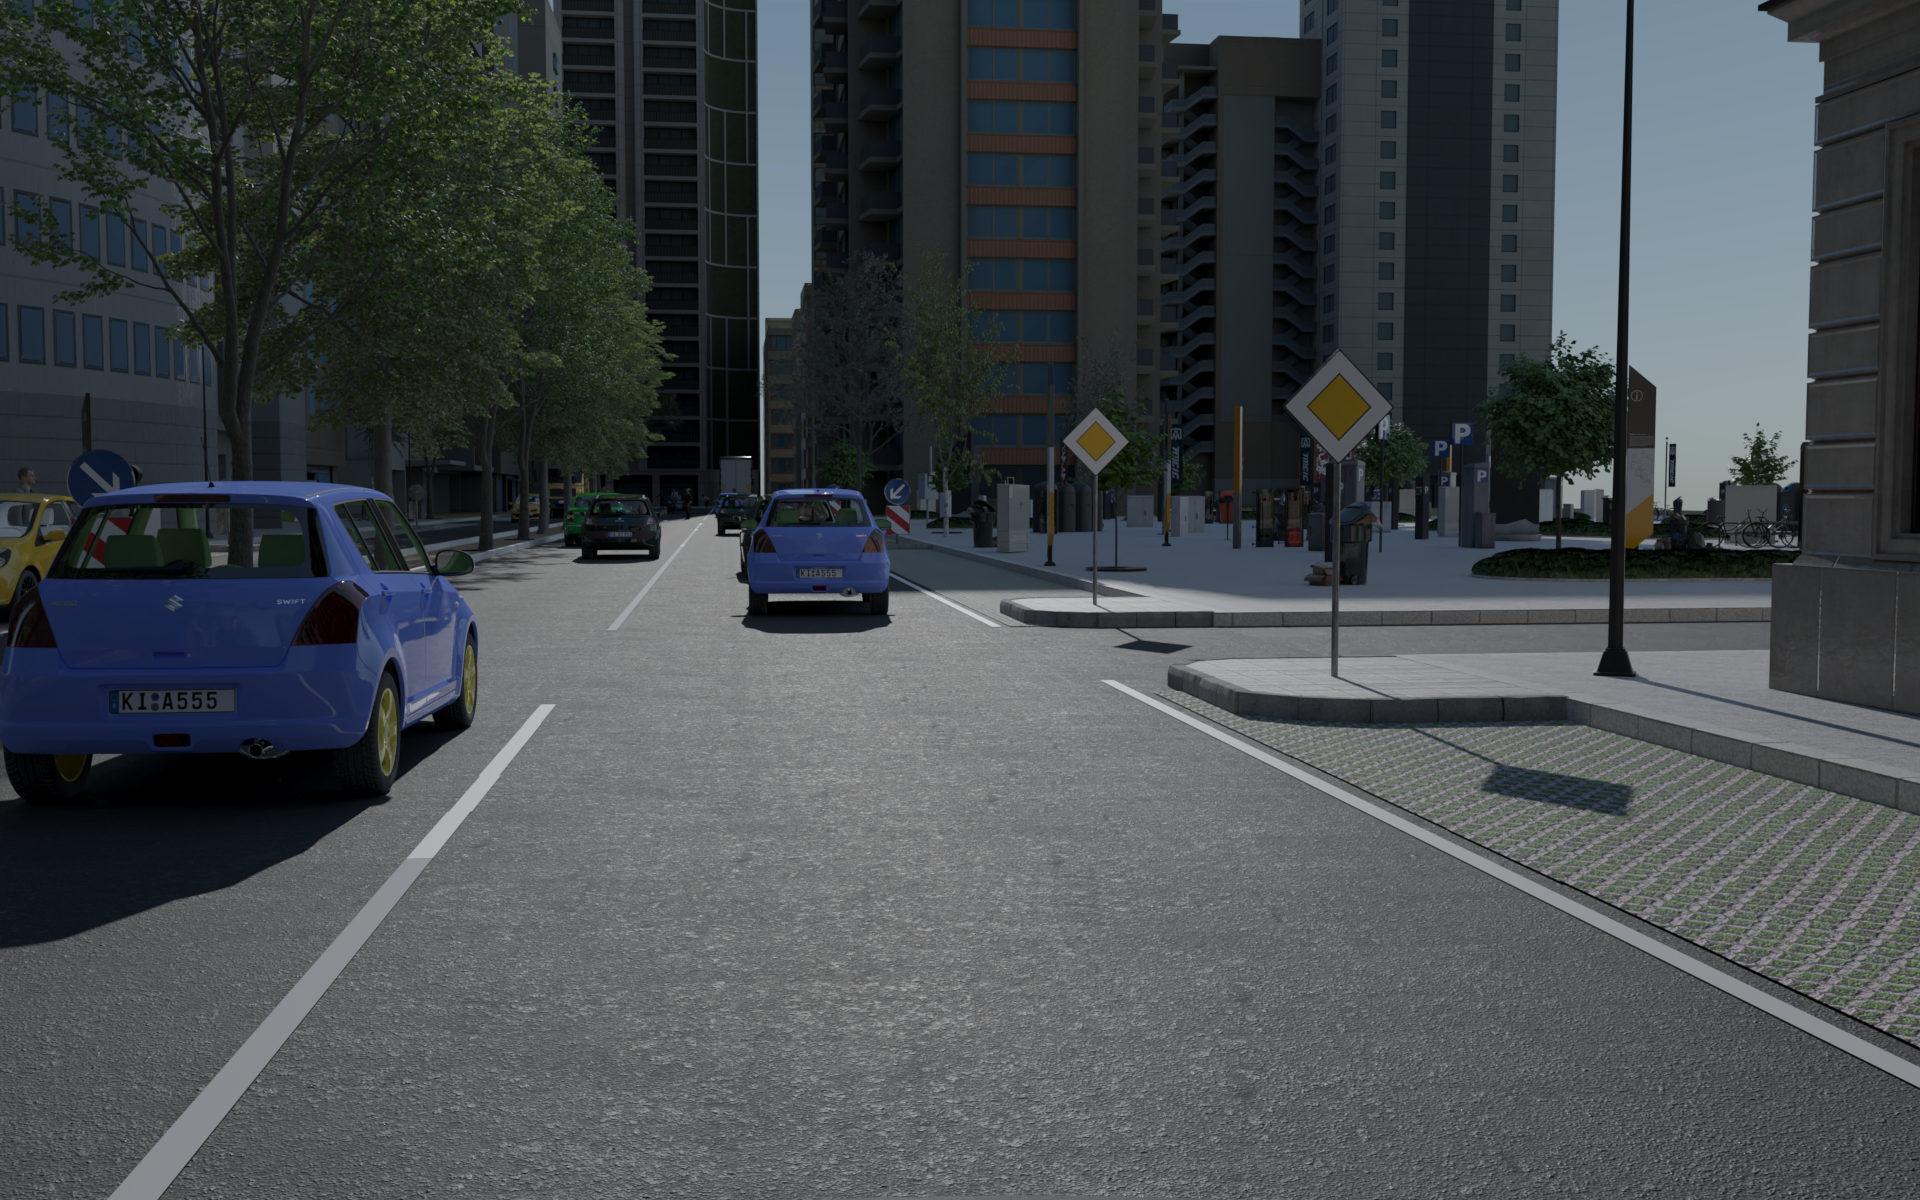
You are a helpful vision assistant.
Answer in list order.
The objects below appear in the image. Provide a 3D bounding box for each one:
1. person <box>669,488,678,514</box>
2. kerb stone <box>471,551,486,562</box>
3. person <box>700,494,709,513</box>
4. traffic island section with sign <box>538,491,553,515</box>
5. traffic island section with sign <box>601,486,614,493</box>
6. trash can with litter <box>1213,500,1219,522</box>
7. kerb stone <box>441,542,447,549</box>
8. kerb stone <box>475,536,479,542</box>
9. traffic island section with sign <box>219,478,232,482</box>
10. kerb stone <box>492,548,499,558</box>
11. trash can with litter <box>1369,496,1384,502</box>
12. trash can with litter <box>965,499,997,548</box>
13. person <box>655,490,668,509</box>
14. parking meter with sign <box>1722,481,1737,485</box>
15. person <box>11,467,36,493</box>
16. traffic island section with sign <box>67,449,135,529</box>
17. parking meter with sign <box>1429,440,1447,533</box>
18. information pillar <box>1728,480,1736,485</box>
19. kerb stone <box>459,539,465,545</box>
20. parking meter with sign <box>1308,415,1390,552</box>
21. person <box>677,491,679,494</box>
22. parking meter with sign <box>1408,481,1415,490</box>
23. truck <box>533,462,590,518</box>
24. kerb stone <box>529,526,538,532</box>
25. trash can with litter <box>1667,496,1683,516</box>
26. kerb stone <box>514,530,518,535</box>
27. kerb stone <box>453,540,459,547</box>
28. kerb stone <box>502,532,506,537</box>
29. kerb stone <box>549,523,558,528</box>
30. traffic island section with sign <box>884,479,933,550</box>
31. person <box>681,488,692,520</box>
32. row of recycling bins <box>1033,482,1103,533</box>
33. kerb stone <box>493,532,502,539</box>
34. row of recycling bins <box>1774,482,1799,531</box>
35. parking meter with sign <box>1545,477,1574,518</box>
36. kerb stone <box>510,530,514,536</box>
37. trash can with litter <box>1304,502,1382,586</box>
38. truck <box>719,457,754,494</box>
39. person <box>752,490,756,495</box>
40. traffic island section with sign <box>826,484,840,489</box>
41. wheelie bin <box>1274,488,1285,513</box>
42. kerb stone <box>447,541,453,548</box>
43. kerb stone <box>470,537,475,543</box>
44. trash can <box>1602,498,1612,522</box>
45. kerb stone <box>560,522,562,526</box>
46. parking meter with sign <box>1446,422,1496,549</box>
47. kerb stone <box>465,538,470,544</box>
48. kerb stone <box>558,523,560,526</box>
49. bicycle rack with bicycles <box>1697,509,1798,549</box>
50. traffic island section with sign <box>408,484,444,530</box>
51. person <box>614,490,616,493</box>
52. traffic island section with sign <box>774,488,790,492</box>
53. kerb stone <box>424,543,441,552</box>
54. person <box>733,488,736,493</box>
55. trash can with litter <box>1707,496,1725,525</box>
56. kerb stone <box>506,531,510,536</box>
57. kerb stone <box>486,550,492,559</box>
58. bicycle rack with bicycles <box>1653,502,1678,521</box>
[{"bbox_3d":[-20.408,-7.021,123.163,0.709,1.838,0.599,2,4,30],"label":"person"},{"bbox_3d":[-10.359,-0.911,37.174,0.120,0.150,1.000,0,4,-8],"label":"kerb stone"},{"bbox_3d":[-19.028,-7.185,129.158,0.628,1.438,0.799,0,4,-5],"label":"person"},{"bbox_3d":[-28.576,-6.735,118.742,1.989,1.847,2.006,0,4,-8],"label":"traffic island section with sign"},{"bbox_3d":[-18.942,-5.180,92.830,2.006,1.907,1.989,0,4,-8],"label":"traffic island section with sign"},{"bbox_3d":[11.602,-4.096,78.362,1.055,1.170,0.624,3,5,43],"label":"trash can with litter"},{"bbox_3d":[-13.533,-1.392,44.984,0.120,0.150,1.000,0,4,-8],"label":"kerb stone"},{"bbox_3d":[-14.351,-1.766,51.071,0.120,0.150,1.000,0,4,-8],"label":"kerb stone"},{"bbox_3d":[-18.374,-2.118,43.261,1.989,1.847,2.006,0,4,-8],"label":"traffic island section with sign"},{"bbox_3d":[-10.631,-1.041,39.210,0.120,0.150,1.000,0,4,-8],"label":"kerb stone"},{"bbox_3d":[13.870,-2.961,59.466,2.233,1.210,1.678,0,4,-4],"label":"trash can with litter"},{"bbox_3d":[0.682,-1.853,41.683,0.624,1.170,1.055,3,5,44],"label":"trash can with litter"},{"bbox_3d":[-28.901,-9.743,167.814,1.348,1.821,0.705,1,4,10],"label":"person"},{"bbox_3d":[43.500,-6.220,97.963,1.738,3.016,0.543,0,4,1],"label":"parking meter with sign"},{"bbox_3d":[-13.227,-0.979,24.612,0.767,1.812,0.694,-1,4,-11],"label":"person"},{"bbox_3d":[-8.865,-0.626,18.368,2.006,1.907,1.989,0,4,-8],"label":"traffic island section with sign"},{"bbox_3d":[15.887,-3.679,56.417,0.543,3.016,1.738,2,4,31],"label":"parking meter with sign"},{"bbox_3d":[40.505,-5.287,90.937,0.304,2.012,0.304,0,4,-8],"label":"information pillar"},{"bbox_3d":[-13.945,-1.580,48.027,0.120,0.150,1.000,0,4,-8],"label":"kerb stone"},{"bbox_3d":[8.602,-2.584,38.508,1.738,3.016,0.543,3,4,38],"label":"parking meter with sign"},{"bbox_3d":[-26.227,-9.266,160.722,1.217,1.743,0.721,-2,4,-25],"label":"person"},{"bbox_3d":[24.617,-5.915,92.972,0.543,3.016,1.738,-2,4,-26],"label":"parking meter with sign"},{"bbox_3d":[-24.090,-6.780,106.770,3.469,3.379,9.791,0,4,-7],"label":"truck"},{"bbox_3d":[-16.552,-2.760,67.325,0.120,0.150,1.000,0,4,-8],"label":"kerb stone"},{"bbox_3d":[41.709,-5.497,101.266,1.055,1.170,0.624,1,4,20],"label":"trash can with litter"},{"bbox_3d":[-15.585,-2.322,60.212,0.120,0.150,1.000,0,4,-8],"label":"kerb stone"},{"bbox_3d":[-13.801,-1.518,47.010,0.120,0.150,1.000,0,4,-8],"label":"kerb stone"},{"bbox_3d":[-15.181,-2.138,57.153,0.120,0.150,1.000,0,4,-8],"label":"kerb stone"},{"bbox_3d":[-17.513,-3.196,74.451,0.120,0.150,1.000,0,4,-8],"label":"kerb stone"},{"bbox_3d":[-1.805,-2.230,45.096,1.989,1.847,2.006,0,4,-8],"label":"traffic island section with sign"},{"bbox_3d":[-15.378,-5.402,97.338,0.721,1.766,1.217,-3,4,-36],"label":"person"},{"bbox_3d":[3.713,-3.148,58.587,1.069,1.692,3.534,3,4,38],"label":"row of recycling bins"},{"bbox_3d":[-15.040,-2.076,56.141,0.120,0.150,1.000,0,4,-8],"label":"kerb stone"},{"bbox_3d":[29.027,-3.214,59.669,1.069,1.692,3.534,-1,4,-19],"label":"row of recycling bins"},{"bbox_3d":[26.234,-4.908,76.507,1.738,3.016,0.543,3,5,43],"label":"parking meter with sign"},{"bbox_3d":[-15.454,-2.263,59.198,0.120,0.150,1.000,0,4,-8],"label":"kerb stone"},{"bbox_3d":[5.390,-0.796,24.402,1.055,1.170,0.624,-3,4,-37],"label":"trash can with litter"},{"bbox_3d":[-17.539,-8.990,135.901,2.839,4.237,11.283,0,4,-7],"label":"truck"},{"bbox_3d":[-20.447,-9.917,170.724,1.350,1.814,0.705,-2,4,-35],"label":"person"},{"bbox_3d":[-5.411,-3.864,71.809,1.989,1.847,2.006,0,4,-8],"label":"traffic island section with sign"},{"bbox_3d":[16.746,-5.053,90.519,0.693,1.594,0.980,-2,4,-35],"label":"wheelie bin"},{"bbox_3d":[-13.673,-1.452,45.996,0.120,0.150,1.000,0,4,-8],"label":"kerb stone"},{"bbox_3d":[-14.212,-1.701,50.059,0.120,0.150,1.000,0,4,-8],"label":"kerb stone"},{"bbox_3d":[26.169,-3.548,69.658,0.748,1.137,0.748,0,3,0],"label":"trash can"},{"bbox_3d":[-17.784,-3.321,76.490,0.120,0.150,1.000,0,4,-8],"label":"kerb stone"},{"bbox_3d":[12.314,-2.762,41.415,0.543,3.016,1.738,0,4,-7],"label":"parking meter with sign"},{"bbox_3d":[-14.081,-1.642,49.040,0.120,0.150,1.000,0,4,-8],"label":"kerb stone"},{"bbox_3d":[-17.653,-3.250,75.468,0.120,0.150,1.000,0,4,-8],"label":"kerb stone"},{"bbox_3d":[19.373,-1.704,41.241,2.925,0.926,2.852,3,4,37],"label":"bicycle rack with bicycles"},{"bbox_3d":[-21.978,-3.752,69.976,1.989,1.847,2.006,0,4,-8],"label":"traffic island section with sign"},{"bbox_3d":[-29.865,-8.621,149.471,0.705,1.822,1.348,0,4,-7],"label":"person"},{"bbox_3d":[-15.726,-8.532,148.121,1.989,1.847,2.006,0,4,-8],"label":"traffic island section with sign"},{"bbox_3d":[-13.394,-1.332,43.970,0.120,0.150,1.000,0,4,-8],"label":"kerb stone"},{"bbox_3d":[-15.061,-6.570,115.859,1.348,1.831,0.705,-3,5,-39],"label":"person"},{"bbox_3d":[23.770,-2.716,55.458,2.233,1.210,1.678,1,4,17],"label":"trash can with litter"},{"bbox_3d":[-15.314,-2.201,58.174,0.120,0.150,1.000,0,4,-8],"label":"kerb stone"},{"bbox_3d":[-10.497,-0.964,38.194,0.120,0.150,1.000,0,4,-8],"label":"kerb stone"},{"bbox_3d":[33.060,-4.287,83.479,2.925,0.926,2.852,1,4,13],"label":"bicycle rack with bicycles"}]
